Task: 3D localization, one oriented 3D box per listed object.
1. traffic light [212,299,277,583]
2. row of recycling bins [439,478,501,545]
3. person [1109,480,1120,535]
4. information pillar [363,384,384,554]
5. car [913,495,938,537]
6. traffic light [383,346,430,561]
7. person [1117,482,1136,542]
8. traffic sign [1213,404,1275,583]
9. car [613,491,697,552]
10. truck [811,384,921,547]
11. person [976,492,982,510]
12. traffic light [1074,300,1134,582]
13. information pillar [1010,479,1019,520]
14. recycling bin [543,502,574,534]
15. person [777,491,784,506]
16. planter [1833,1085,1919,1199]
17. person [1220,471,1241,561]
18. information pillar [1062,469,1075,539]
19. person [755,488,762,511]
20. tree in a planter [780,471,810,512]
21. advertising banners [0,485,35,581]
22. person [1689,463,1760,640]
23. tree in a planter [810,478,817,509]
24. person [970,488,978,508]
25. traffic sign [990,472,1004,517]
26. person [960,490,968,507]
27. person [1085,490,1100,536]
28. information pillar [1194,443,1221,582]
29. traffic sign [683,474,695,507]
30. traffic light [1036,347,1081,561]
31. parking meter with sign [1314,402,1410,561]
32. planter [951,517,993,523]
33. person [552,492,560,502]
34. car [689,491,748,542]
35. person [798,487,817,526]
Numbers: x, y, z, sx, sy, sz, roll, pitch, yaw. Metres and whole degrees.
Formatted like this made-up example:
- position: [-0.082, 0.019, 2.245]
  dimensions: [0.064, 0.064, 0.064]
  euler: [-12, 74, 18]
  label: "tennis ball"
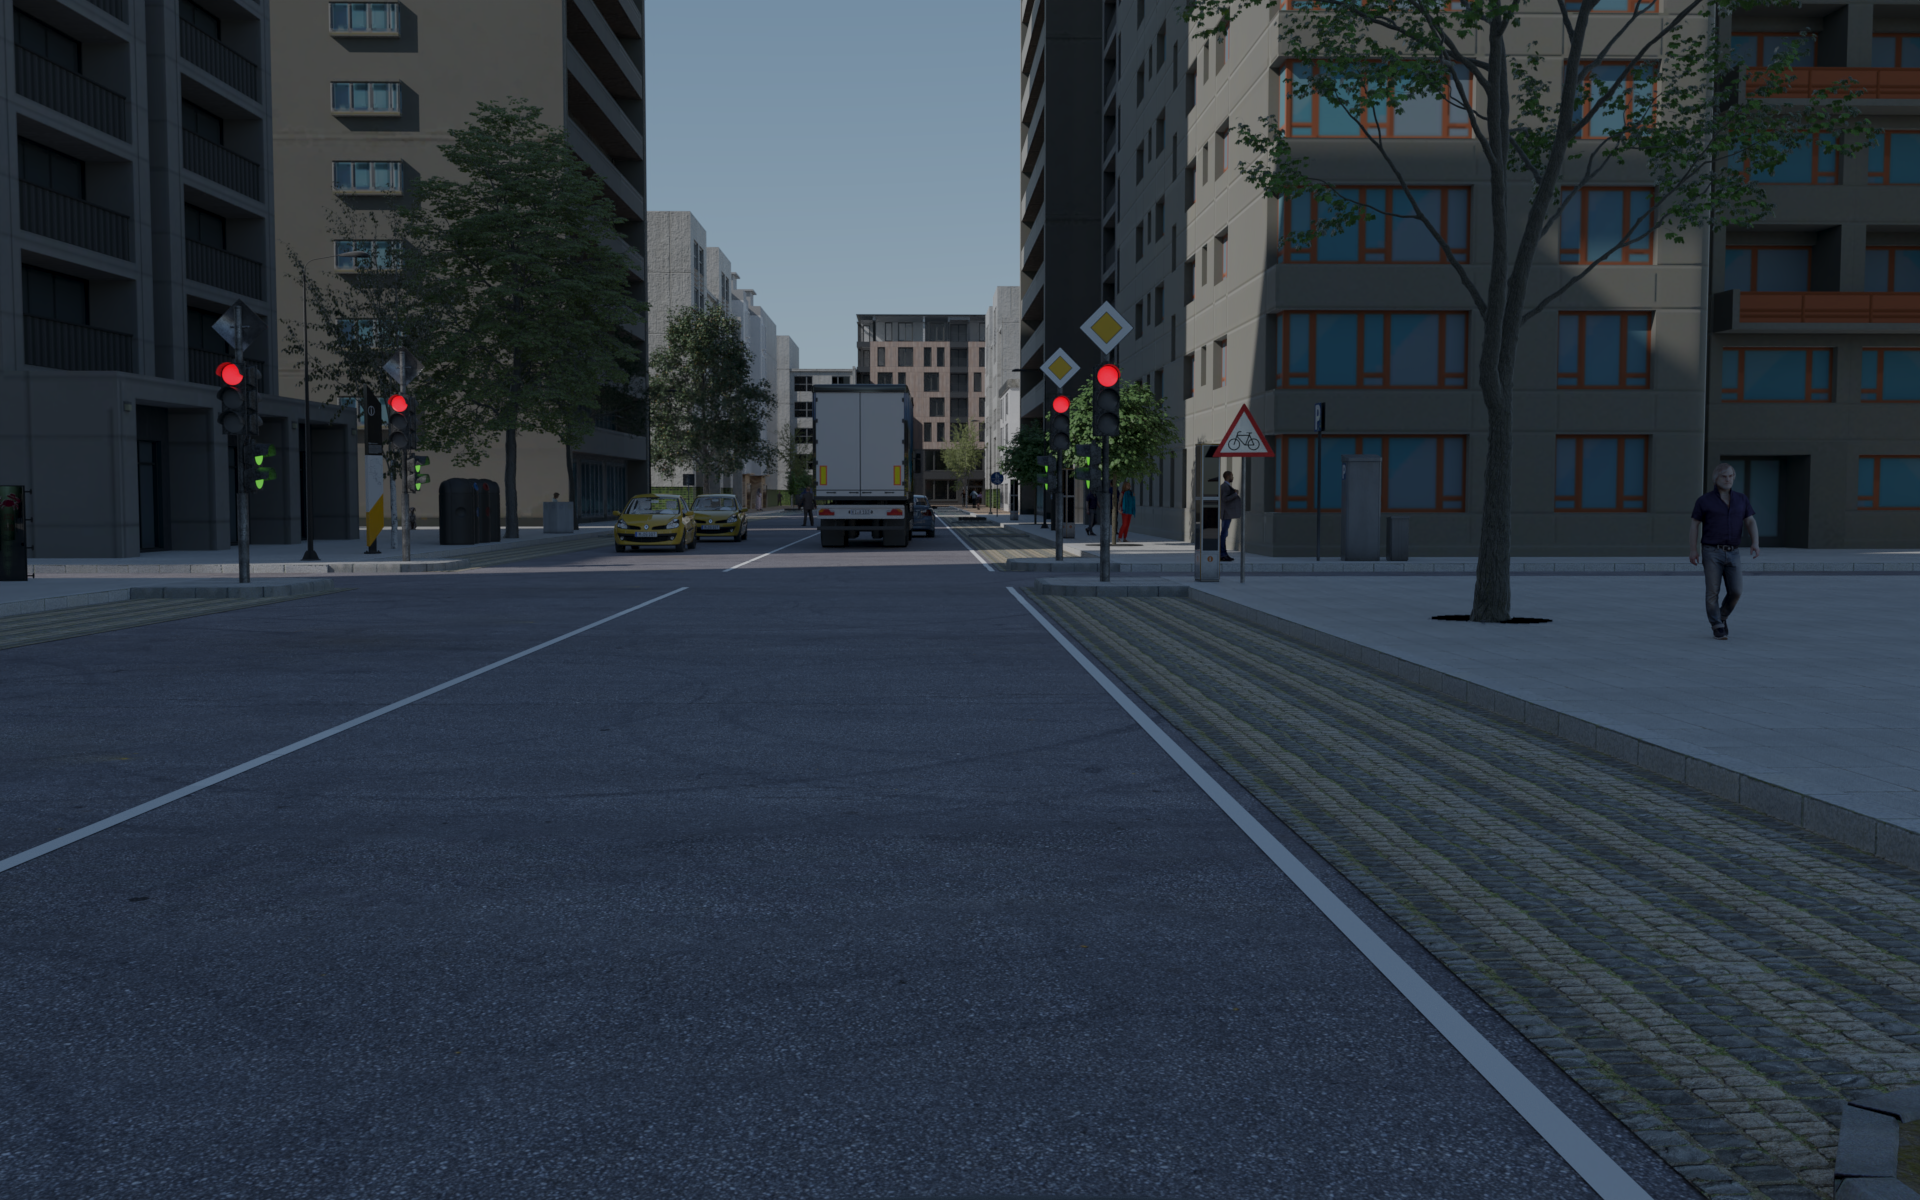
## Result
- position: [-10.331, -2.203, 24.936]
  dimensions: [0.839, 4.253, 0.868]
  euler: [0, 4, -2]
  label: "traffic light"
- position: [-12.783, -2.322, 45.085]
  dimensions: [1.069, 1.692, 3.534]
  euler: [0, 4, -1]
  label: "row of recycling bins"
- position: [4.868, -2.948, 54.946]
  dimensions: [0.576, 1.737, 0.504]
  euler: [1, 4, 15]
  label: "person"
- position: [-12.578, -2.801, 37.147]
  dimensions: [0.183, 3.616, 0.504]
  euler: [1, 4, 21]
  label: "information pillar"
- position: [-1.747, -2.842, 58.464]
  dimensions: [2.014, 1.417, 4.499]
  euler: [0, 4, -2]
  label: "car"
- position: [-10.542, -2.691, 32.918]
  dimensions: [0.839, 4.253, 0.868]
  euler: [0, 4, -2]
  label: "traffic light"
- position: [4.422, -2.340, 46.005]
  dimensions: [0.593, 1.614, 0.444]
  euler: [-1, 4, -19]
  label: "person"
- position: [4.081, -1.526, 24.959]
  dimensions: [0.884, 2.594, 0.081]
  euler: [0, 4, 5]
  label: "traffic sign"
- position: [-7.687, -2.056, 43.842]
  dimensions: [2.015, 1.641, 3.980]
  euler: [0, 4, -3]
  label: "car"
- position: [-2.599, -3.723, 49.789]
  dimensions: [2.839, 4.237, 11.283]
  euler: [0, 4, -1]
  label: "truck"
- position: [1.583, -8.146, 142.470]
  dimensions: [0.421, 1.427, 0.697]
  euler: [2, 4, 35]
  label: "person"
- position: [2.105, -2.224, 25.278]
  dimensions: [0.839, 4.253, 0.868]
  euler: [0, 4, -2]
  label: "traffic light"
- position: [2.648, -4.894, 84.502]
  dimensions: [0.304, 2.012, 0.304]
  euler: [-3, 4, -38]
  label: "information pillar"
- position: [-13.129, -2.694, 56.605]
  dimensions: [0.722, 1.027, 0.722]
  euler: [3, 4, 36]
  label: "recycling bin"
- position: [-19.557, -10.907, 187.386]
  dimensions: [0.990, 1.755, 0.434]
  euler: [0, 4, 4]
  label: "person"
- position: [2.723, 1.107, 3.043]
  dimensions: [1.991, 0.319, 1.994]
  euler: [0, 4, -2]
  label: "planter"
- position: [5.141, -1.601, 33.033]
  dimensions: [0.431, 1.722, 0.655]
  euler: [0, 4, 6]
  label: "person"
- position: [3.117, -2.782, 49.977]
  dimensions: [0.304, 2.012, 0.304]
  euler: [-2, 4, -30]
  label: "information pillar"
- position: [-15.643, -7.837, 134.839]
  dimensions: [0.621, 1.740, 0.551]
  euler: [0, 4, -5]
  label: "person"
- position: [-12.946, -8.411, 134.736]
  dimensions: [1.991, 3.239, 1.994]
  euler: [0, 4, -2]
  label: "tree in a planter"
- position: [-14.671, -1.778, 25.253]
  dimensions: [2.074, 3.025, 0.090]
  euler: [-1, 4, -10]
  label: "advertising banners"
- position: [6.809, -0.434, 15.341]
  dimensions: [0.569, 1.553, 0.471]
  euler: [3, 5, 41]
  label: "person"
- position: [-13.641, -10.058, 161.670]
  dimensions: [1.991, 3.239, 1.994]
  euler: [0, 4, -2]
  label: "tree in a planter"
- position: [1.327, -9.331, 158.597]
  dimensions: [0.705, 1.826, 1.348]
  euler: [-3, 5, -44]
  label: "person"
- position: [2.116, -6.019, 98.509]
  dimensions: [0.768, 2.556, 0.104]
  euler: [0, 4, 3]
  label: "traffic sign"
- position: [0.449, -10.174, 173.203]
  dimensions: [0.721, 1.723, 1.217]
  euler: [3, 5, 43]
  label: "person"
- position: [4.090, -2.759, 53.365]
  dimensions: [0.569, 1.553, 0.471]
  euler: [-1, 4, -17]
  label: "person"
- position: [3.618, -1.273, 25.311]
  dimensions: [0.304, 2.012, 0.304]
  euler: [-1, 4, -10]
  label: "information pillar"
- position: [-13.692, -5.218, 87.441]
  dimensions: [0.606, 2.300, 0.079]
  euler: [0, 4, 4]
  label: "traffic sign"
- position: [1.895, -2.712, 33.261]
  dimensions: [0.839, 4.253, 0.868]
  euler: [0, 4, -2]
  label: "traffic light"
- position: [7.693, -2.255, 33.135]
  dimensions: [1.738, 3.016, 0.543]
  euler: [0, 4, -1]
  label: "parking meter with sign"
- position: [0.572, -3.903, 84.960]
  dimensions: [1.991, 0.319, 1.994]
  euler: [0, 4, -2]
  label: "planter"
- position: [-15.144, -3.370, 65.046]
  dimensions: [0.340, 1.345, 0.435]
  euler: [-2, 4, -27]
  label: "person"
- position: [-7.434, -2.603, 52.788]
  dimensions: [2.015, 1.641, 3.980]
  euler: [0, 4, -3]
  label: "car"
- position: [-6.857, -4.199, 77.705]
  dimensions: [0.990, 1.755, 0.434]
  euler: [-2, 4, -34]
  label: "person"
